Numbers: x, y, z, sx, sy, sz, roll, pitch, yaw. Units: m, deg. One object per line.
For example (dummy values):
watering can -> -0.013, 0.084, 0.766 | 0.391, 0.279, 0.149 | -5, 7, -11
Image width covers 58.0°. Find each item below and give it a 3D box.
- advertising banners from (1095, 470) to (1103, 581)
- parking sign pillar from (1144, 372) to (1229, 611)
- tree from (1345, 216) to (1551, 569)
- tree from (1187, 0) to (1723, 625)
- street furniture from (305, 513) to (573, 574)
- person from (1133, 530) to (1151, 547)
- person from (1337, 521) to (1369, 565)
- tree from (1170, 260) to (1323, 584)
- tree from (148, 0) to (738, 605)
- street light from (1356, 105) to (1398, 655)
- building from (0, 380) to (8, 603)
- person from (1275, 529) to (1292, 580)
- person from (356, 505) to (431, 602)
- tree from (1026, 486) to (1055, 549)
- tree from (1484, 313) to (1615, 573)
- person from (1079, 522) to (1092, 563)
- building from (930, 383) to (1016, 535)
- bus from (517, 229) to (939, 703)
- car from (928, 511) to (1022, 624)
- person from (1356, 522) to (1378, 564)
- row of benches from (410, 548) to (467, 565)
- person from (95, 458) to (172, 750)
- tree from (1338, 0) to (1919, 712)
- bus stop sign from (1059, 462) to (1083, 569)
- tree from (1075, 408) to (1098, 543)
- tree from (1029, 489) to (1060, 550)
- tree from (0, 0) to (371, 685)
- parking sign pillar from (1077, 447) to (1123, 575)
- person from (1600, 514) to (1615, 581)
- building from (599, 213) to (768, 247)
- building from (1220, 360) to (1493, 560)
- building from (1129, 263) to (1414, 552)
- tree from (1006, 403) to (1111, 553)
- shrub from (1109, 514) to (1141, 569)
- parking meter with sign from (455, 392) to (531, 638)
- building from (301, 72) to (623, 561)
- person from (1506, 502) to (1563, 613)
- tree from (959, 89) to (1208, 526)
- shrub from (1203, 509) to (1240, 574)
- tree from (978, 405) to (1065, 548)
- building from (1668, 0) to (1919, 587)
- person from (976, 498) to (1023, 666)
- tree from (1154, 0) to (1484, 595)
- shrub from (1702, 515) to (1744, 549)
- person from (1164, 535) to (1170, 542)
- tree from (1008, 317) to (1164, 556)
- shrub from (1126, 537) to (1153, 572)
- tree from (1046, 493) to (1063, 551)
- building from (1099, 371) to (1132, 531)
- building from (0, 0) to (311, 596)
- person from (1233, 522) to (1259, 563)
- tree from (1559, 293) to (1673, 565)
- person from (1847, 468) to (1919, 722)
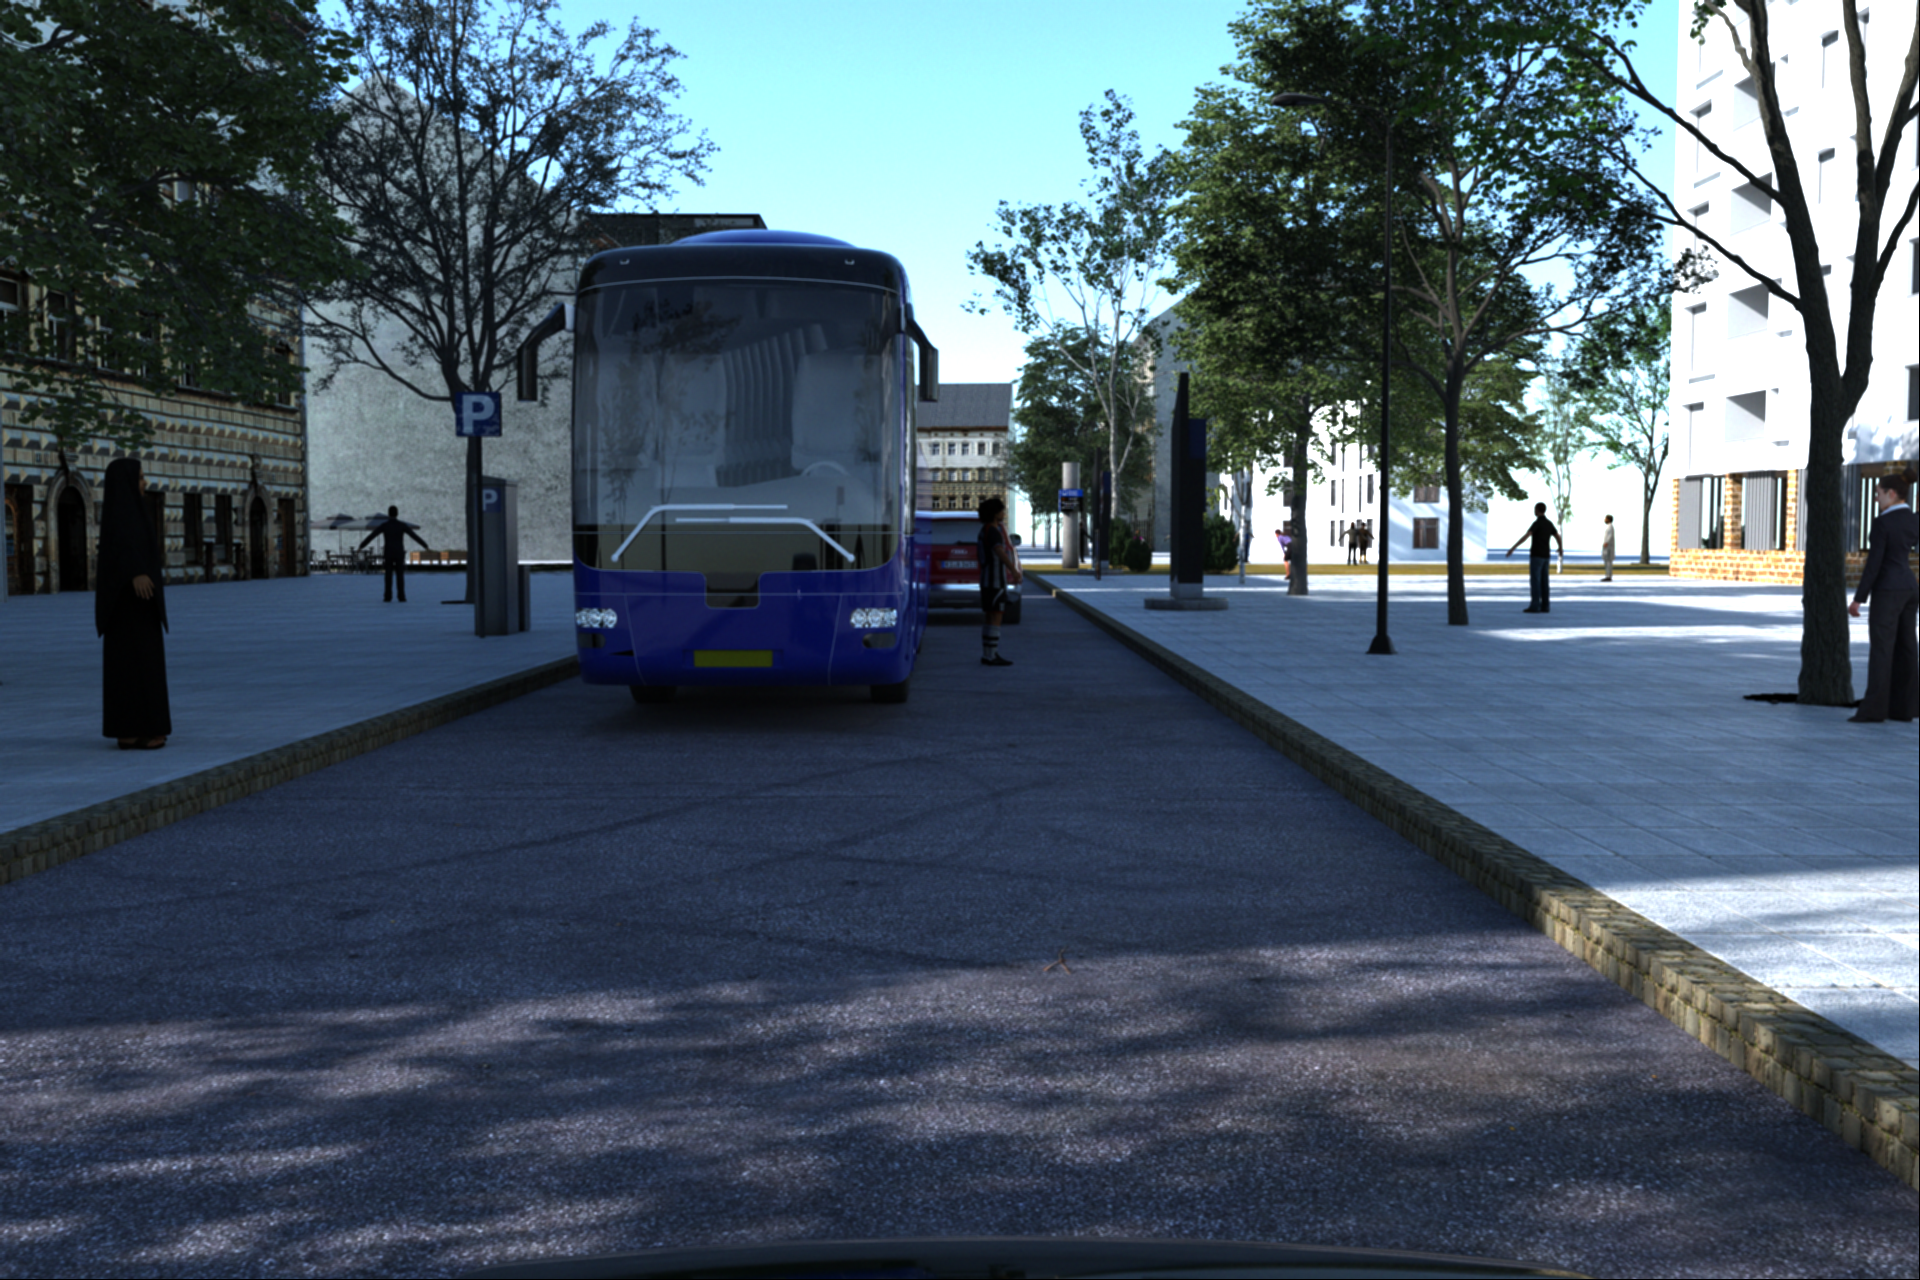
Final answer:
advertising banners -> 3.871, -3.183, 48.223 | 0.090, 3.025, 2.074 | 0, 4, 0
parking sign pillar -> 3.879, -2.515, 29.596 | 1.447, 3.967, 1.447 | 0, 4, 0
tree -> 17.724, -8.843, 62.707 | 7.486, 12.596, 7.792 | 0, 3, 0
tree -> 6.707, -5.493, 24.219 | 7.601, 10.594, 8.767 | 0, 4, 3
street furniture -> -22.302, -3.499, 62.244 | 27.439, 1.986, 14.083 | 1, 4, 9
person -> 6.943, -3.544, 67.217 | 0.991, 1.433, 0.599 | 2, 4, 30
person -> 16.167, -3.987, 71.321 | 1.348, 1.813, 0.705 | 0, 3, 0
tree -> 7.304, -5.765, 44.620 | 4.737, 8.622, 4.395 | 0, 3, 0
tree -> -9.029, -7.423, 31.735 | 12.009, 13.543, 11.850 | 0, 3, 0
street light -> 5.071, -2.805, 18.404 | 1.470, 5.913, 1.316 | 0, 4, 0
building -> -26.136, -9.151, 16.084 | 16.747, 18.905, 31.486 | 0, 4, 0
person -> 9.166, -2.416, 48.770 | 0.697, 1.427, 0.421 | 3, 5, 40
person -> -10.735, -1.639, 32.845 | 1.345, 1.823, 0.704 | -1, 4, -18
tree -> 7.254, -12.032, 147.088 | 4.360, 8.622, 3.978 | 0, 3, 0
tree -> 19.971, -6.506, 56.731 | 4.360, 8.622, 3.978 | 0, 3, 0
person -> 5.356, -4.320, 76.825 | 1.347, 1.806, 0.705 | 3, 4, 39
building -> -1.426, -25.519, 250.618 | 18.063, 23.208, 19.493 | 0, 4, 5
bus -> -1.622, -1.614, 17.943 | 2.896, 3.916, 12.251 | 0, 4, 0
car -> -0.066, -1.256, 29.208 | 2.281, 1.827, 5.304 | 0, 4, -1
person -> 17.510, -4.218, 75.104 | 0.704, 1.812, 1.346 | -3, 4, -38
row of benches -> -21.432, -3.555, 73.588 | 1.422, 0.672, 4.104 | 3, 4, 37
person -> -4.899, -0.222, 10.420 | 0.721, 1.737, 1.214 | -1, 4, -22
tree -> 6.622, -5.330, 12.897 | 9.928, 11.665, 9.643 | 0, 3, 0
bus stop sign -> 4.084, -4.571, 63.751 | 0.837, 3.901, 0.837 | 0, 3, 0
tree -> 19.482, -24.013, 248.505 | 12.611, 20.169, 13.585 | 0, 3, 0
tree -> 7.043, -11.547, 139.149 | 4.360, 8.622, 3.978 | 0, 3, 0
tree -> -8.718, -5.863, 13.980 | 7.486, 12.596, 7.792 | 0, 3, 0
parking sign pillar -> 4.406, -4.022, 54.235 | 1.447, 3.967, 1.447 | 0, 4, -1
person -> 17.598, -2.507, 47.079 | 0.704, 1.819, 1.344 | 1, 4, 18
building -> -23.551, -17.306, 126.925 | 27.936, 21.610, 32.646 | 0, 4, -1
building -> 21.191, -9.512, 97.663 | 9.099, 9.664, 28.070 | 0, 3, 0
building -> 23.246, -18.484, 133.143 | 19.493, 23.208, 18.063 | 0, 4, 0
tree -> 6.861, -11.183, 117.256 | 8.767, 10.594, 7.601 | 3, 5, 41
shrub -> 5.791, -3.626, 63.712 | 1.690, 2.028, 1.600 | 0, 3, 0
parking meter with sign -> -5.911, -1.583, 22.135 | 0.543, 3.016, 1.738 | 0, 4, -1
building -> -27.481, -15.952, 91.750 | 19.493, 23.208, 18.063 | 0, 4, 0
person -> 9.455, -1.351, 28.310 | 1.348, 1.803, 0.705 | -2, 4, -33
tree -> 6.045, -13.513, 76.831 | 12.611, 20.169, 13.585 | 0, 3, 0
shrub -> 8.206, -3.135, 55.291 | 1.661, 2.075, 1.752 | 0, 3, 0
tree -> 6.831, -15.236, 159.479 | 12.009, 13.543, 11.850 | 0, 3, 0
building -> 26.091, -11.786, 49.114 | 16.016, 20.090, 11.380 | 0, 4, 0
person -> 0.387, -0.632, 18.942 | 0.704, 1.843, 1.345 | -1, 4, -14
tree -> 7.442, -7.227, 36.284 | 7.486, 12.596, 7.792 | 0, 3, 0
shrub -> 27.791, -3.593, 62.786 | 1.661, 2.075, 1.752 | 0, 3, 0
person -> 10.944, -4.971, 87.053 | 1.354, 1.856, 0.705 | -1, 4, -10
tree -> 7.131, -11.841, 100.261 | 9.857, 13.997, 8.962 | 0, 3, 0
shrub -> 5.998, -2.863, 57.935 | 1.383, 1.207, 1.383 | 0, 3, 0
tree -> 6.920, -10.974, 129.793 | 4.737, 8.622, 4.395 | 0, 3, 0
building -> 24.870, -21.717, 185.996 | 19.493, 23.208, 18.063 | 0, 3, 0
building -> -28.794, -12.943, 42.542 | 19.493, 23.208, 18.063 | 0, 4, -1
person -> 12.525, -4.295, 76.087 | 1.347, 1.847, 0.705 | -2, 4, -27
tree -> 29.085, -8.990, 72.750 | 9.928, 11.665, 9.643 | 0, 3, 0
person -> 6.417, -0.313, 11.955 | 0.445, 1.727, 0.742 | 2, 4, 33
